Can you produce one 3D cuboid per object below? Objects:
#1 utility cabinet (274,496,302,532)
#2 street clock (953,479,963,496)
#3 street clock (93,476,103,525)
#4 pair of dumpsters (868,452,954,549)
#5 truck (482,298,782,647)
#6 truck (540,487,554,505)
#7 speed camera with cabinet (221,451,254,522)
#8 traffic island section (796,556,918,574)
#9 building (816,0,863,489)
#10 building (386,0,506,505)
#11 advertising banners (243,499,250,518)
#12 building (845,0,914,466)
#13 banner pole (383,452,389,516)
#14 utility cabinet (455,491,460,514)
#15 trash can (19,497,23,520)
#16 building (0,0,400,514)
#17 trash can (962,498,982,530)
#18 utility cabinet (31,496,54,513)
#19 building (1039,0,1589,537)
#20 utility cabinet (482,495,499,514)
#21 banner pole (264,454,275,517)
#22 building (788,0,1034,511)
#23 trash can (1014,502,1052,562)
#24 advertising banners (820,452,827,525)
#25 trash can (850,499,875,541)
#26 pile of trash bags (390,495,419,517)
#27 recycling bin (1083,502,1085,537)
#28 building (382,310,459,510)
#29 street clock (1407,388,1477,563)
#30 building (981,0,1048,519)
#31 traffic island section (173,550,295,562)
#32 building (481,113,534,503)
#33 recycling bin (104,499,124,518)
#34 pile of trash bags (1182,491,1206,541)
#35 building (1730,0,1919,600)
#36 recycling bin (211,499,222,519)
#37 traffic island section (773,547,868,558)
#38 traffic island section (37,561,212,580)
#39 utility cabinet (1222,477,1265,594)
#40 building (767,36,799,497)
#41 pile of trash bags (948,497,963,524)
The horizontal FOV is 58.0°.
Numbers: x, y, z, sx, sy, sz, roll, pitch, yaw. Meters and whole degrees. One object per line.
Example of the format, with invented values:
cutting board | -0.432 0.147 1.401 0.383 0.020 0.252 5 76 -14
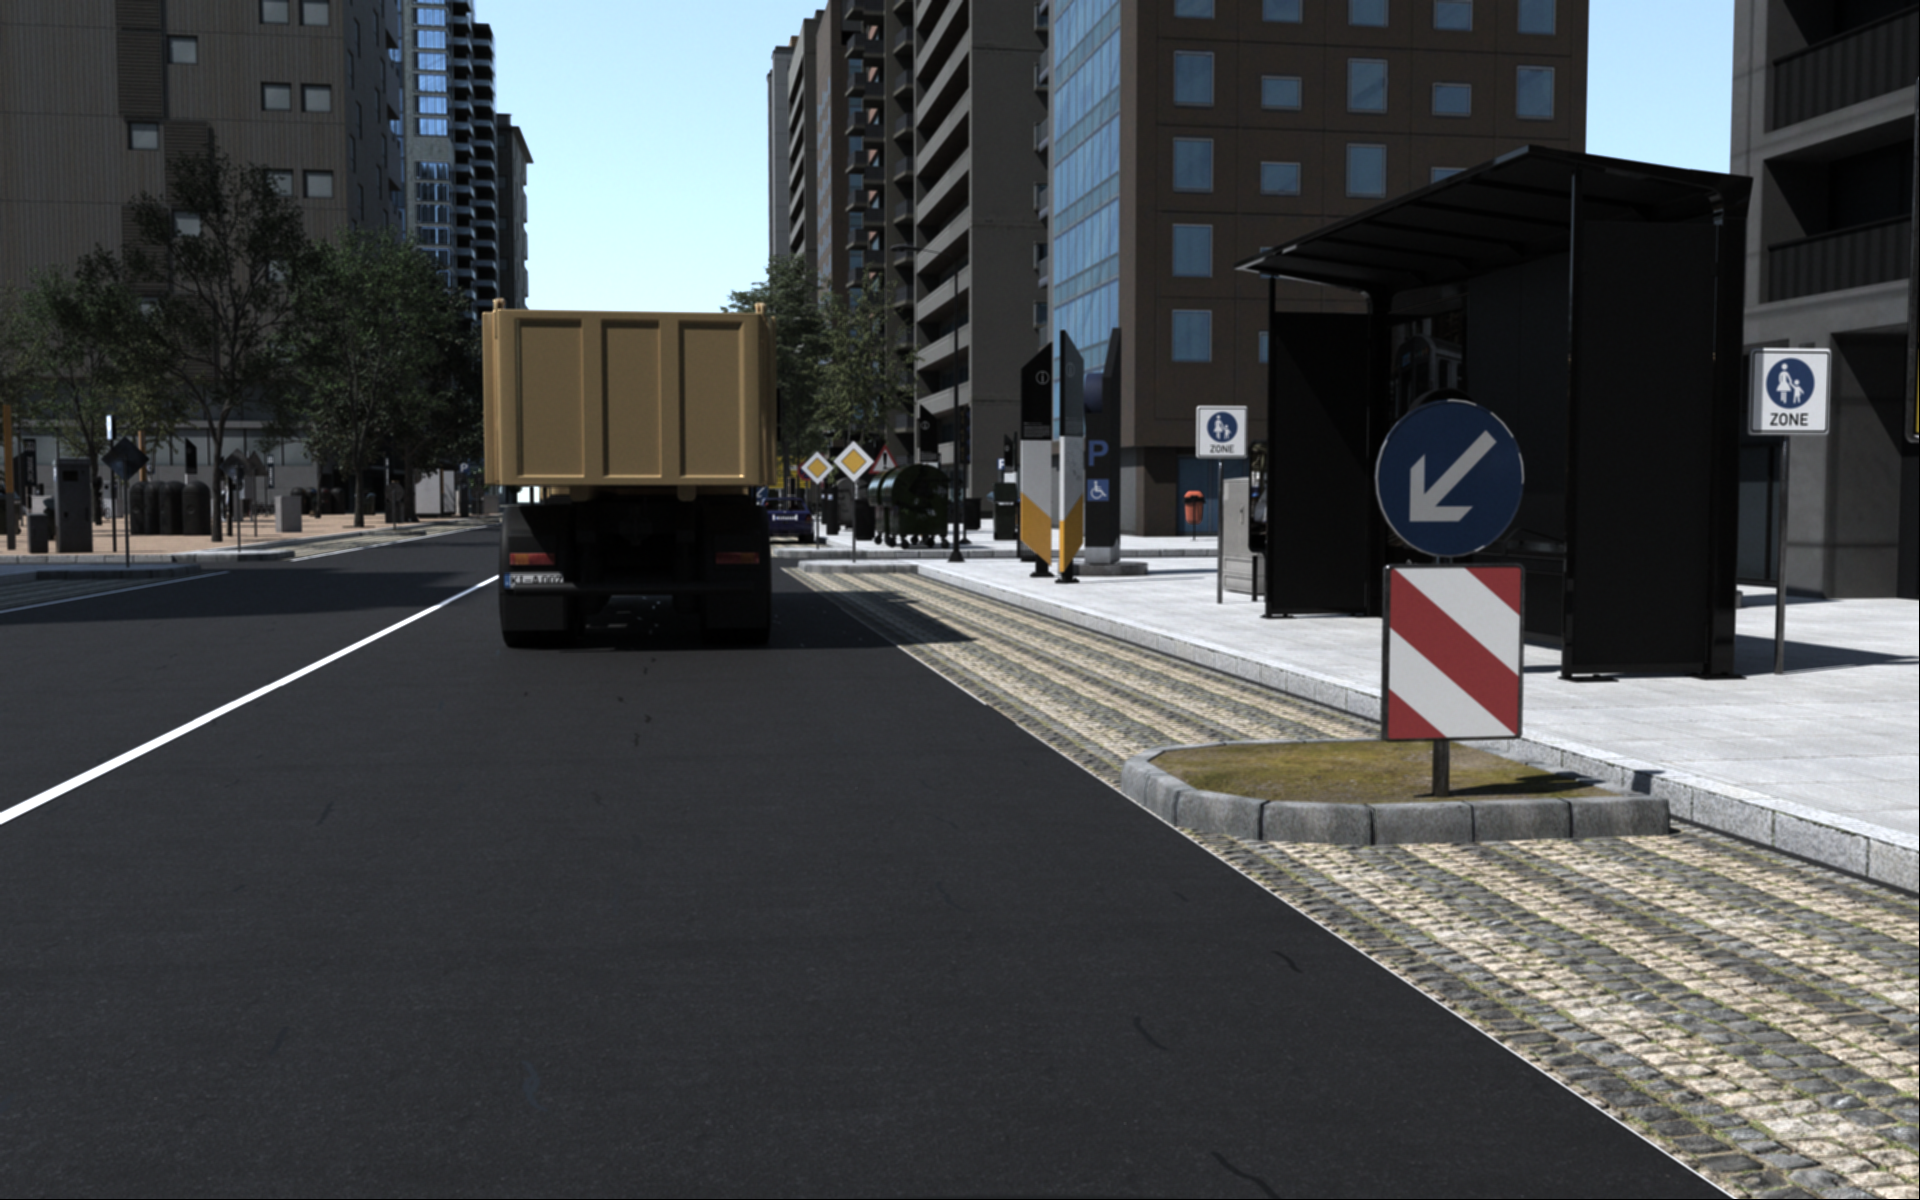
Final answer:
utility cabinet | -22.609 -2.883 58.298 0.306 1.237 1.020 1 4 17
street clock | -0.091 -4.784 82.793 0.358 2.002 0.471 3 5 42
street clock | -35.445 -4.077 71.228 0.358 2.002 0.471 0 4 -5
pair of dumpsters | -1.206 -2.418 42.020 1.574 2.255 4.437 -1 4 -10
truck | -3.615 -1.474 20.023 3.469 3.379 9.791 -1 4 -9
truck | -21.214 -5.992 93.894 3.469 3.379 9.791 -1 4 -10
speed camera with cabinet | -33.237 -5.220 79.685 2.038 3.252 0.660 3 4 38
traffic island section | -1.961 -0.619 32.407 2.009 0.180 2.903 -1 4 -10
building | -5.232 -30.864 154.729 14.600 45.320 14.200 -1 4 -10
building | -67.375 -55.024 212.309 22.319 86.520 31.000 -1 4 -10
advertising banners | -39.137 -6.058 95.228 0.090 3.025 2.074 0 4 -7
building | 2.754 -29.337 134.291 22.147 44.769 28.867 -1 4 -10
banner pole | -33.998 -6.893 102.720 0.401 3.779 0.863 -3 4 -37
utility cabinet | -32.171 -6.203 110.090 1.173 1.500 0.318 2 4 28
trash can | -47.030 -4.563 86.257 0.748 1.137 0.748 0 3 0
building | -54.615 -32.527 121.059 28.713 52.752 27.495 -1 4 -10
trash can | 0.429 -3.050 61.517 0.748 1.137 0.748 0 3 0
utility cabinet | -32.736 -3.109 61.997 1.020 1.237 0.306 1 4 23
building | 11.018 -24.947 57.986 14.200 45.320 14.600 -1 4 -10
utility cabinet | -30.443 -6.179 112.183 1.020 1.237 0.306 -2 4 -33
banner pole | -38.444 -6.503 96.333 0.863 3.779 0.401 2 4 24
building | -5.609 -33.580 172.733 21.300 48.544 21.600 -1 4 -10
trash can | 1.384 -1.299 32.894 0.748 1.137 0.748 0 3 0
advertising banners | -5.441 -4.646 72.146 0.090 3.025 2.074 -2 4 -28
trash can | -2.659 -2.224 48.011 0.748 1.137 0.748 0 3 0
pile of trash bags | -31.918 -5.512 99.874 1.912 1.369 3.447 -1 4 -15
recycling bin | 3.938 -2.438 52.418 0.722 1.027 0.722 -1 4 -10
building | -59.369 -18.637 149.753 27.650 21.520 28.899 -1 4 -10
street clock | 3.324 -0.452 11.959 0.471 2.002 0.358 0 4 -1
building | 9.361 -29.118 99.783 21.300 48.544 21.600 -1 4 -10
traffic island section | -15.902 -0.972 38.169 2.009 0.180 2.903 -1 4 -10
building | -74.745 -39.906 241.705 28.713 52.752 27.495 -1 4 -10
recycling bin | -45.159 -4.885 92.418 0.722 1.027 0.722 0 4 3
pile of trash bags | 7.864 -2.323 47.726 3.447 1.369 1.912 0 4 5
building | 21.383 -35.332 15.927 20.563 71.187 20.611 -1 4 -10
recycling bin | -39.252 -4.806 91.127 0.722 1.027 0.722 0 4 6
traffic island section | -3.287 -1.101 40.282 2.009 0.180 2.903 -1 4 -10
traffic island section | -14.576 -0.490 30.295 2.009 0.180 2.903 -1 4 -10
utility cabinet | 3.744 -0.841 22.435 0.318 1.500 1.173 -1 4 -13
building | -15.003 -42.169 231.466 21.231 58.520 28.212 -1 4 -10
pile of trash bags | -0.725 -4.025 75.556 1.912 1.369 3.447 3 4 37
